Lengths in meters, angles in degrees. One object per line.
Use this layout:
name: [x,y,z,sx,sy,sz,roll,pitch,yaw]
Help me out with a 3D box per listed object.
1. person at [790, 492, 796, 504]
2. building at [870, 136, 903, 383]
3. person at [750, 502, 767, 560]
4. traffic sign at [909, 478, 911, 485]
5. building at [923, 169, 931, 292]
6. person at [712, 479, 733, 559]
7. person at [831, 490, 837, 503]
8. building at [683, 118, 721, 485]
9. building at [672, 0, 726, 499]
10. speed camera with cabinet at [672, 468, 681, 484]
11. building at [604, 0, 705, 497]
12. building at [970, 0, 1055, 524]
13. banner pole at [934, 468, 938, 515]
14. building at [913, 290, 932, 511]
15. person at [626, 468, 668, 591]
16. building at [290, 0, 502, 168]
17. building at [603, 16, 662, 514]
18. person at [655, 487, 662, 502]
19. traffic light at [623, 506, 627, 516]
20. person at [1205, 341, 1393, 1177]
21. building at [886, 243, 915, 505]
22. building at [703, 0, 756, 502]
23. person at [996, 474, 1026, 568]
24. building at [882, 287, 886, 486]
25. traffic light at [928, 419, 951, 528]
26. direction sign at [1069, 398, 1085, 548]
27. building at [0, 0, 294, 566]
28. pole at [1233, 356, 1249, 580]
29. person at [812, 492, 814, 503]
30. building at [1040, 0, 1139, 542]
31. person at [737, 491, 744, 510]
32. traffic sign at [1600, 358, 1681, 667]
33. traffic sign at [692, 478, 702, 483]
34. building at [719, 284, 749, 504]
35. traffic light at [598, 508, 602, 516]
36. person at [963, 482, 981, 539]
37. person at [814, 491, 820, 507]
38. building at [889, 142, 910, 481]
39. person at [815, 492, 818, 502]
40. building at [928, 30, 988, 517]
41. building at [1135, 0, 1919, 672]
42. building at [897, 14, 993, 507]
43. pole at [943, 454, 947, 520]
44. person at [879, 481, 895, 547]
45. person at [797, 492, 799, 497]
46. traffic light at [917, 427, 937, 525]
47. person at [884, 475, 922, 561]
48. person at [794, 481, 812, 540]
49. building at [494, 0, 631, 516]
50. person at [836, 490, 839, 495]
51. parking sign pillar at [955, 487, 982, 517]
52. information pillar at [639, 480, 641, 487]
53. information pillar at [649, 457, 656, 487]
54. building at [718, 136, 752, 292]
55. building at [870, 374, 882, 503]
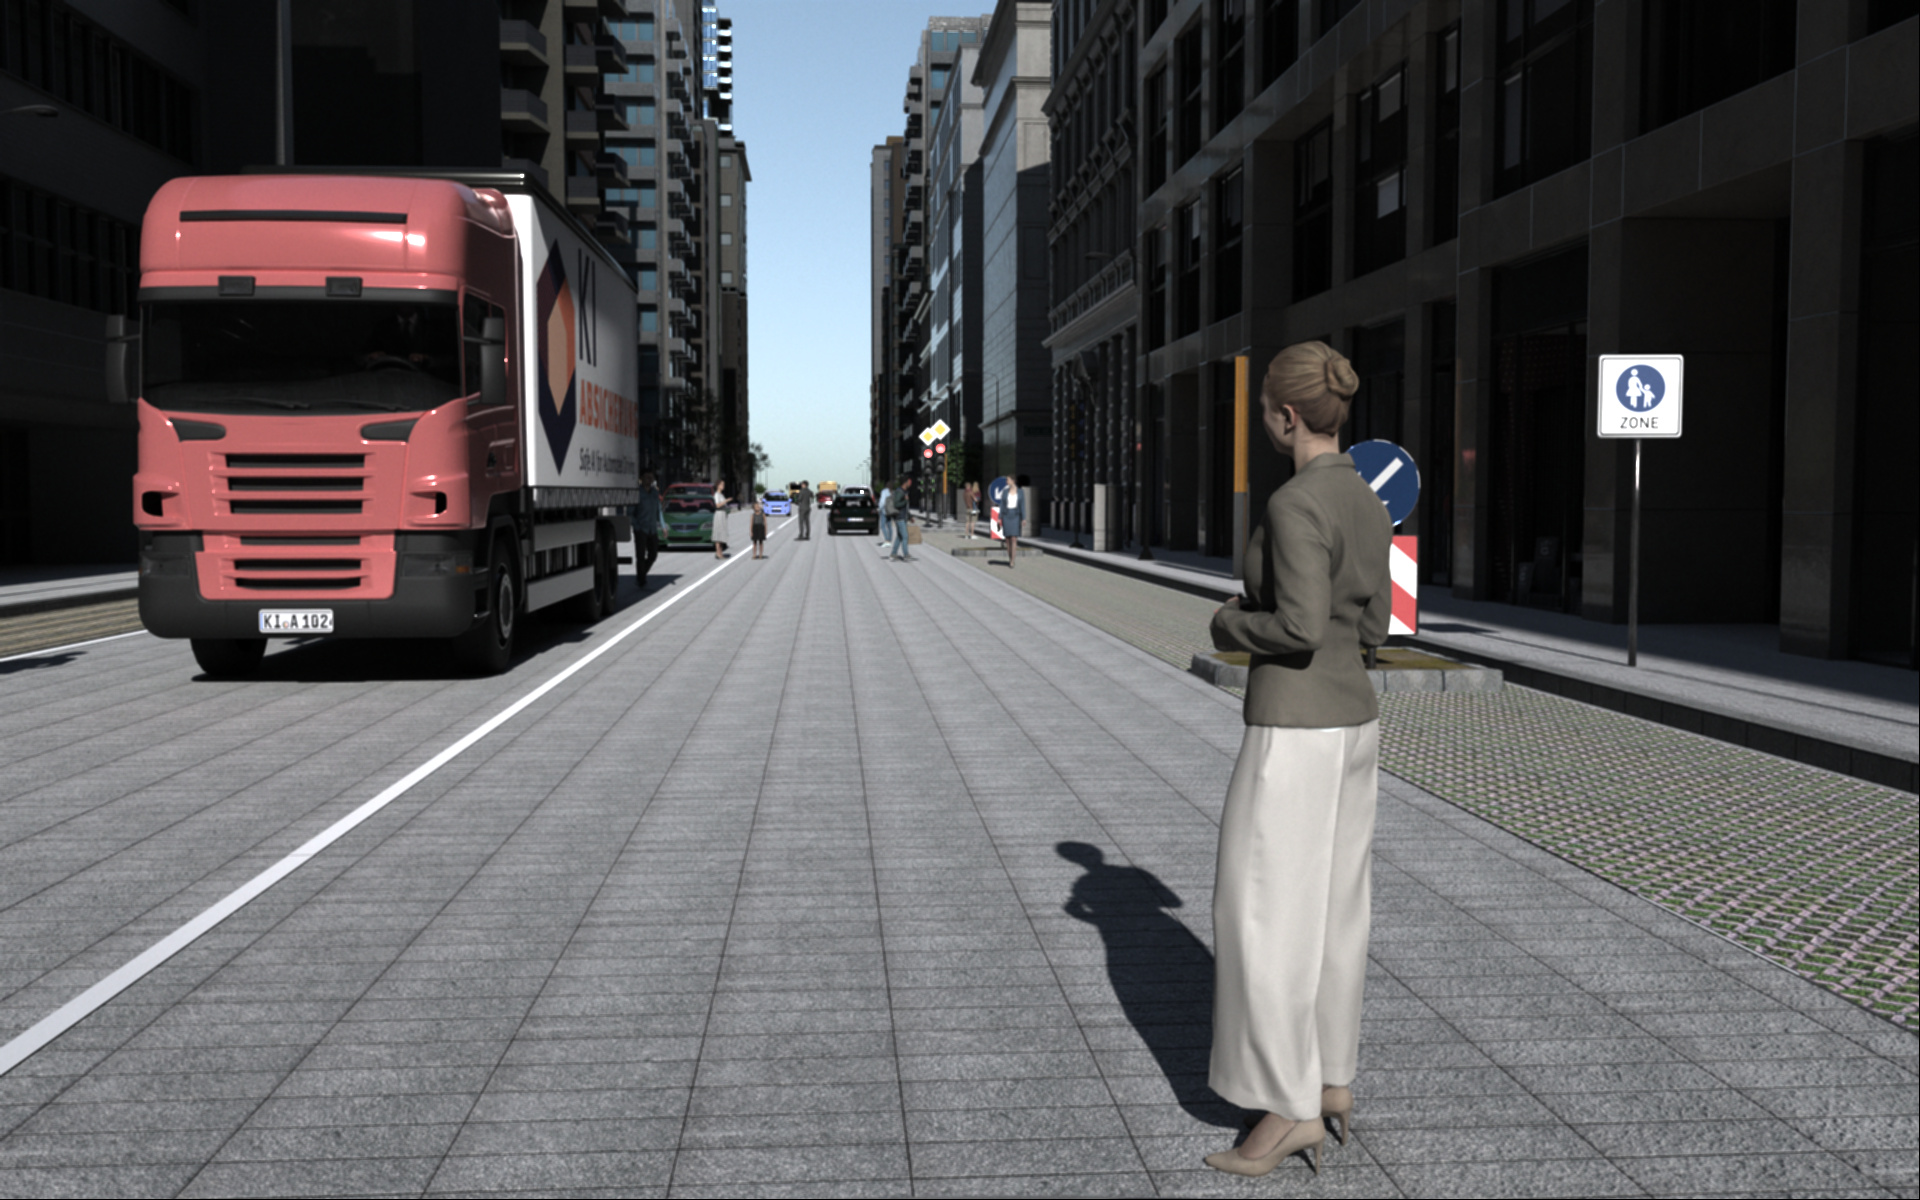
person: [-25.243,-15.426,261.427,1.217,1.735,0.721,2,4,34]
building: [-4.397,-45.852,291.678,21.231,58.520,28.212,0,4,-4]
person: [-4.407,-1.512,37.887,0.362,1.253,0.373,0,4,-2]
traffic sign: [-4.061,-8.001,130.920,0.768,2.556,0.104,0,4,0]
building: [3.597,-23.560,156.909,14.160,30.474,14.107,0,4,-4]
person: [-5.192,-1.774,38.068,0.524,1.755,0.480,1,4,9]
person: [-10.556,-8.366,145.629,0.623,1.781,0.721,-1,4,-11]
building: [-32.926,-30.567,183.372,14.154,41.232,14.086,0,4,-4]
building: [-37.827,-46.557,199.452,20.563,71.187,20.611,0,4,-4]
speed camera with cabinet: [-21.170,-8.477,132.940,0.660,3.252,2.038,3,5,42]
building: [-36.330,-33.065,160.227,23.786,49.044,30.456,0,4,-4]
building: [23.161,-18.747,82.927,44.131,29.872,17.030,0,4,-4]
banner pole: [-1.431,-7.006,104.568,0.401,3.779,0.863,-1,4,-16]
building: [1.966,-16.725,138.075,10.561,19.102,19.286,0,4,-4]
person: [-4.710,-1.058,25.824,0.620,1.820,0.660,2,4,34]
building: [-23.870,-13.815,55.558,15.834,23.373,12.332,0,4,-4]
building: [-37.393,-26.096,118.551,32.217,40.220,23.993,0,4,-4]
person: [-15.837,-5.026,90.852,0.590,1.801,0.661,0,4,2]
traffic light: [-13.890,-5.070,71.814,0.839,4.253,0.868,0,4,-4]
person: [0.726,0.321,3.801,0.362,1.759,0.519,2,4,35]
building: [-0.964,-26.267,201.171,14.160,30.474,14.107,0,4,-4]
building: [-44.934,-59.509,285.635,22.319,86.520,31.000,0,4,-4]
person: [1.029,-1.542,33.734,0.581,1.822,0.654,1,4,21]
building: [-3.923,-28.749,241.742,14.160,30.474,14.107,0,4,-4]
traffic light: [-0.762,-4.642,64.814,0.839,4.253,0.868,0,4,-4]
direction sign: [2.802,-3.027,41.486,0.379,3.537,0.876,-1,4,-20]
building: [-20.329,-12.455,22.711,14.314,24.678,30.058,0,4,-4]
pole: [4.178,-1.952,25.753,0.158,3.312,0.155,0,3,0]
person: [-23.178,-16.154,272.761,0.705,1.807,1.348,1,4,9]
building: [8.817,-13.784,54.252,11.050,23.489,19.941,0,4,-4]
person: [-19.329,-8.750,152.284,0.721,1.735,1.217,-2,4,-34]
traffic sign: [5.003,-0.654,12.823,0.606,2.300,0.079,0,4,3]
traffic sign: [-20.347,-8.200,134.180,0.768,2.556,0.104,0,4,3]
building: [-36.407,-28.473,237.231,14.160,30.474,14.107,0,4,-4]
traffic light: [-13.286,-4.583,63.851,0.839,4.253,0.868,0,4,-4]
person: [0.390,-2.873,55.453,0.580,1.828,0.573,0,4,-1]
person: [-16.129,-11.606,198.393,1.348,1.807,0.705,-1,4,-17]
building: [-1.648,-34.600,215.827,14.600,45.320,14.200,0,4,-4]
person: [-24.942,-17.943,302.388,0.721,1.766,1.217,2,4,29]
building: [4.358,-20.500,112.674,11.434,29.767,29.804,0,4,-4]
building: [15.264,-13.577,26.505,19.350,26.468,34.151,0,4,-4]
building: [5.627,-34.201,178.799,23.786,49.044,30.456,0,4,-4]
pole: [-0.766,-5.717,87.310,0.158,3.312,0.155,0,3,0]
person: [-1.980,-2.355,47.277,0.793,1.790,0.793,0,4,3]
person: [-22.080,-13.859,236.016,0.541,1.710,0.530,-3,5,-44]
traffic light: [-1.366,-5.129,72.776,0.839,4.253,0.868,0,4,-4]
person: [-1.192,-1.730,36.775,0.713,1.824,0.794,2,4,27]
person: [-4.889,-2.774,53.656,0.447,1.846,0.655,2,4,35]
building: [-28.184,-26.301,84.644,22.147,44.769,28.867,0,4,-4]
person: [-13.649,-11.220,191.585,1.348,1.869,0.705,0,4,4]
parking sign pillar: [0.473,-6.587,96.167,1.447,3.967,1.447,-2,4,-34]
information pillar: [-17.210,-5.391,92.633,0.304,2.012,0.304,-1,4,-11]
information pillar: [-19.373,-7.203,109.117,0.504,3.616,0.183,2,4,25]
building: [-45.716,-40.862,257.330,28.713,52.752,27.495,0,4,-4]
building: [0.519,-25.661,264.596,27.650,21.520,28.899,0,4,-4]
